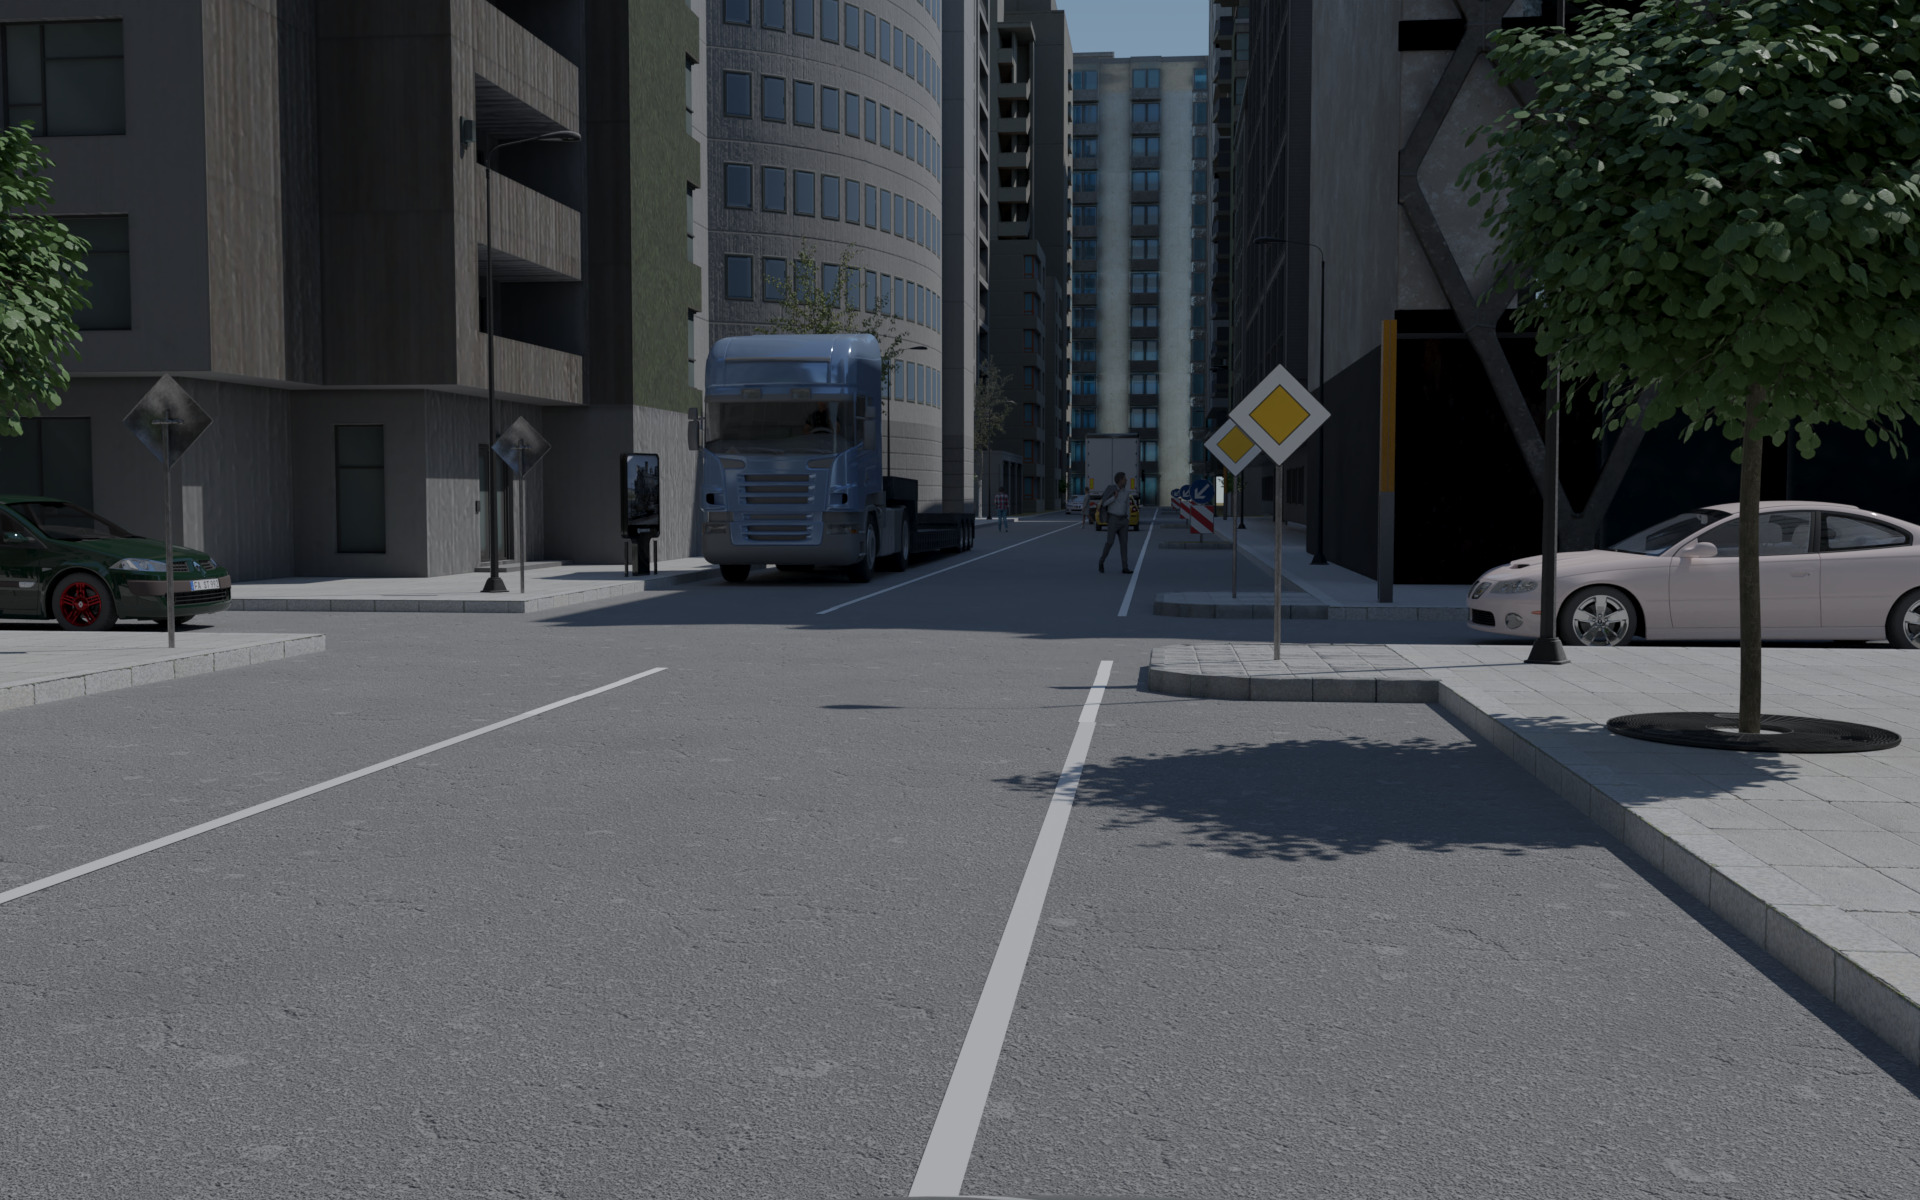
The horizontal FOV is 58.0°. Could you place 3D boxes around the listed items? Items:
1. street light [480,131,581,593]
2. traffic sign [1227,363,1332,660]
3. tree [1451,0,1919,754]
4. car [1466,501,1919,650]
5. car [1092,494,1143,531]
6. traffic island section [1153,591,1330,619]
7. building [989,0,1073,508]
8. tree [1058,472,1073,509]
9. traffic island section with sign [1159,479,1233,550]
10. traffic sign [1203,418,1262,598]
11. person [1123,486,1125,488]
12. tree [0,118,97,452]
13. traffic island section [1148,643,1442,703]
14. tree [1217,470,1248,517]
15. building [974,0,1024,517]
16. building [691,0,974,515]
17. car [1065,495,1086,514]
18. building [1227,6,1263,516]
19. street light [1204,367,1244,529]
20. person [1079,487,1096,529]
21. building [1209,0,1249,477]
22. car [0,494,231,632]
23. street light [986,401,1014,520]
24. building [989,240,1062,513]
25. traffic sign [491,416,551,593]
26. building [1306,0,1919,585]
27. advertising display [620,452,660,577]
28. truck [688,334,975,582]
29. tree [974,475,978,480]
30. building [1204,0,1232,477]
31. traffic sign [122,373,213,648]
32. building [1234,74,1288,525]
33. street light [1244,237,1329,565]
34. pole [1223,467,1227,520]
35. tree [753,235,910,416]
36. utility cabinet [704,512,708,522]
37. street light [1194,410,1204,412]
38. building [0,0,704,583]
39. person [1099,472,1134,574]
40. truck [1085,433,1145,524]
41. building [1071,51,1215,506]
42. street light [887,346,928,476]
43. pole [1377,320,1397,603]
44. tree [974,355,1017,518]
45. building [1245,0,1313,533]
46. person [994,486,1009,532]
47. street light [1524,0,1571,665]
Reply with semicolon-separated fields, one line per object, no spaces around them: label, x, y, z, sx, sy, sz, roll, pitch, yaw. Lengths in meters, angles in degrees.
street light;-5.543;-3.049;22.386;1.470;5.913;1.316;0;4;7
traffic sign;2.448;-0.593;13.333;0.795;2.450;0.064;0;4;7
tree;4.300;-1.556;9.155;4.285;4.588;4.351;0;3;0
car;7.179;-0.223;16.009;4.827;1.381;2.083;0;4;5
car;6.211;-3.547;68.225;2.015;1.641;3.980;0;4;5
traffic island section;3.400;0.058;21.339;2.009;0.180;2.903;0;4;7
building;-0.486;-33.009;163.398;21.600;48.544;21.300;0;4;7
tree;8.751;-9.479;149.587;1.663;3.219;1.824;0;3;0
traffic island section with sign;6.265;-2.272;45.779;1.989;1.847;2.006;0;4;7
traffic sign;3.375;-1.078;21.264;0.795;2.450;0.064;0;4;7
person;6.802;-3.961;73.279;0.660;1.820;0.620;1;4;19
tree;-7.693;-1.734;12.064;4.285;4.588;4.351;0;3;0
traffic island section;2.473;0.543;13.407;2.009;0.180;2.903;0;4;7
tree;15.458;-6.345;98.347;1.663;3.219;1.824;0;3;0
building;-6.579;-40.905;107.054;20.563;71.187;20.611;0;4;7
building;-11.393;-32.196;68.398;21.231;58.520;28.212;0;4;7
car;8.486;-6.779;123.198;2.083;1.381;4.827;0;4;5
building;23.529;-20.445;105.984;14.160;30.474;14.107;0;4;7
street light;9.823;-5.566;63.543;1.470;5.913;1.316;0;4;7
person;5.291;-3.832;71.909;0.760;1.731;0.466;-2;4;-32
building;29.699;-28.867;126.605;22.147;44.769;28.867;0;4;7
car;-9.983;-0.530;18.452;4.222;1.686;2.009;0;4;8
street light;2.013;-6.992;86.853;1.470;5.913;1.316;0;4;7
building;-6.828;-17.659;133.769;27.650;21.520;28.899;0;4;7
traffic sign;-5.655;-1.143;22.336;0.795;2.450;0.064;0;4;7
building;14.916;-9.827;28.118;16.811;18.784;16.820;0;4;7
advertising display;-5.010;-1.342;27.159;0.123;1.923;0.974;1;4;21
truck;-1.854;-2.769;35.039;2.967;4.110;18.799;0;4;6
tree;-0.138;-5.480;84.191;1.663;3.219;1.824;0;3;0
building;35.945;-34.599;154.929;28.713;52.752;27.495;0;4;7
traffic sign;-6.582;-0.658;14.405;0.795;2.450;0.064;0;4;7
building;20.216;-15.898;79.005;14.314;24.678;30.058;0;4;7
street light;6.000;-3.600;31.397;1.470;5.913;1.316;0;4;7
pole;13.066;-5.592;85.271;0.158;3.312;0.155;0;3;0
tree;-3.768;-6.105;50.175;4.737;8.622;4.395;0;3;0
utility cabinet;-6.858;-2.124;43.407;0.318;1.500;1.173;3;4;39
street light;13.591;-7.532;95.695;1.470;5.913;1.316;0;4;7
building;-13.091;-15.744;29.114;14.160;30.474;14.107;0;4;7
person;2.798;-1.388;31.294;0.679;1.850;0.850;-3;4;-36
truck;7.662;-5.909;85.523;2.839;4.237;11.283;0;4;7
building;13.891;-34.930;190.710;30.456;49.044;23.786;0;4;7
street light;-1.715;-5.015;54.531;1.470;5.913;1.316;0;4;7
pole;5.031;-1.625;20.405;0.158;3.312;0.155;0;3;0
tree;0.837;-8.620;91.292;4.360;8.622;3.978;0;3;0
building;16.264;-15.815;52.090;14.314;27.812;24.014;0;4;7
person;1.574;-3.416;65.185;0.563;1.720;0.643;0;4;-2
street light;3.929;-2.478;13.059;1.470;5.913;1.316;0;4;7
